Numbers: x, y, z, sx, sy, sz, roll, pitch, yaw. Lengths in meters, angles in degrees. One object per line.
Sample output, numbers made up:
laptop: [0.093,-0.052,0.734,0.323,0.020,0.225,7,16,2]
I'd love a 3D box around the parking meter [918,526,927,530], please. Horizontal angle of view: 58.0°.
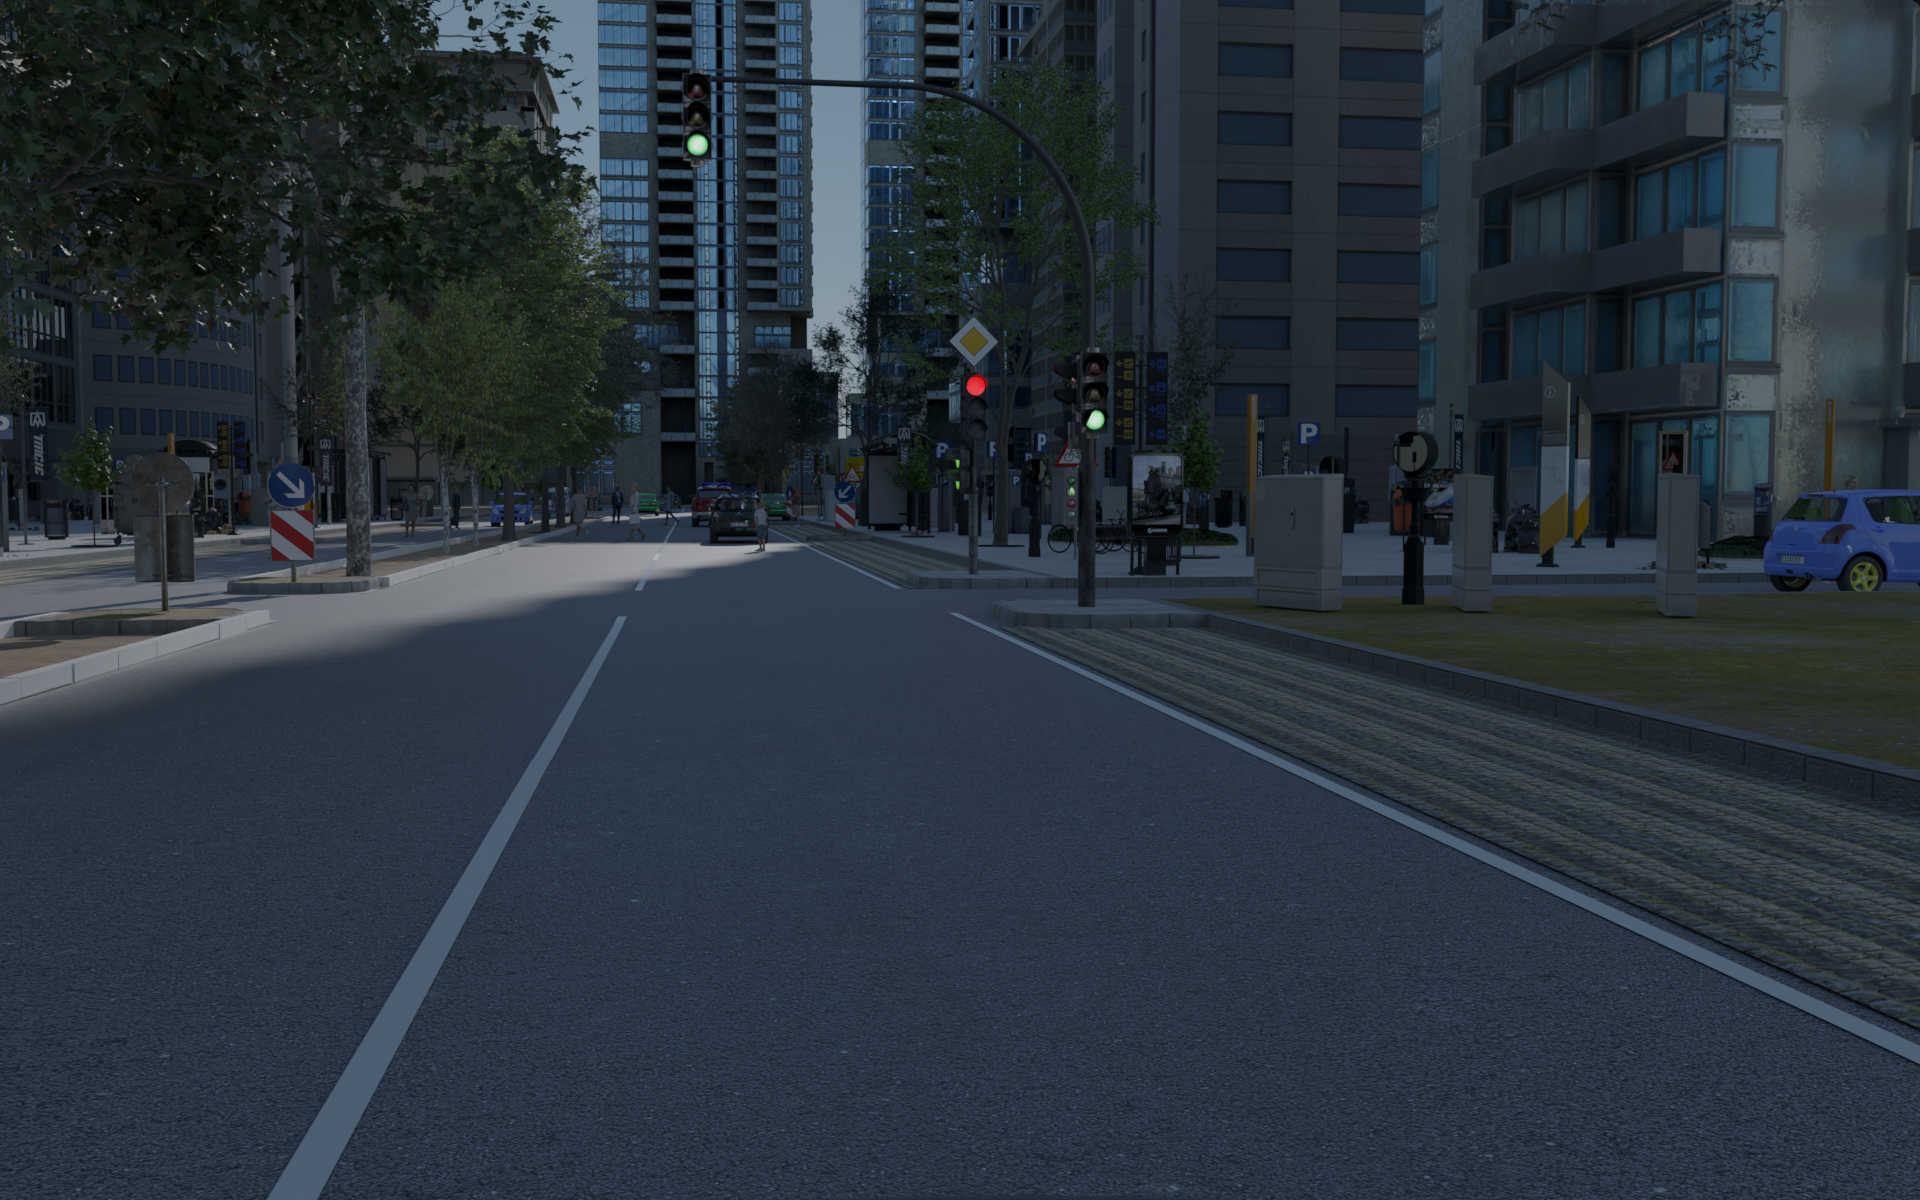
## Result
parking meter: [-1.341,-3.389,61.116,0.255,1.863,0.399,-2,4,-33]

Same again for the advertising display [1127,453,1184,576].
advertising display: [3.067,-1.346,27.221,0.974,1.923,0.123,-2,4,-26]

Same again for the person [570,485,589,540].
person: [-11.920,-2.761,54.385,0.760,1.731,0.466,2,4,26]

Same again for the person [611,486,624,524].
person: [-16.255,-4.486,82.025,0.721,1.800,0.419,-2,4,-35]

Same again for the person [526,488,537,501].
person: [-30.017,-6.856,120.584,0.705,1.826,1.348,2,4,33]

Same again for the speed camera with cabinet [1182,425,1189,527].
speed camera with cabinet: [6.224,-3.439,50.556,0.660,3.252,2.038,0,4,-3]

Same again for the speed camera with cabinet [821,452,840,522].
speed camera with cabinet: [-6.017,-5.278,80.635,0.660,3.252,2.038,-1,4,-12]

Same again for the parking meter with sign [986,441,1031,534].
parking meter with sign: [1.601,-3.662,56.136,0.543,3.016,1.738,-3,4,-37]

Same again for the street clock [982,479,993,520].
street clock: [1.468,-4.891,84.531,0.471,2.002,0.358,1,4,12]

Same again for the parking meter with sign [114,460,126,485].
parking meter with sign: [-42.455,-5.623,88.202,0.543,3.016,1.738,-3,5,-44]

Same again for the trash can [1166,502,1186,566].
trash can: [3.680,-1.194,31.176,0.748,1.137,0.748,0,3,0]

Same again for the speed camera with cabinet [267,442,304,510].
speed camera with cabinet: [-26.068,-4.442,66.963,0.660,3.252,2.038,0,4,2]

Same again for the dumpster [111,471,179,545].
dumpster: [-20.906,-2.368,44.479,1.264,1.857,1.865,-1,4,-9]

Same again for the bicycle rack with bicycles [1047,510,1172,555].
bicycle rack with bicycles: [3.344,-1.479,37.559,2.925,0.926,2.852,0,4,-6]

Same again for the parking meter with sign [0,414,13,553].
parking meter with sign: [-21.474,-2.590,38.600,0.543,3.016,1.738,-2,4,-34]

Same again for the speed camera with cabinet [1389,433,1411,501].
speed camera with cabinet: [14.603,-3.770,55.969,0.660,3.252,2.038,-1,4,-14]

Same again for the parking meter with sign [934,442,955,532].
parking meter with sign: [-0.480,-3.841,59.059,0.543,3.016,1.738,0,4,8]

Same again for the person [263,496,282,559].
person: [-15.105,-1.800,38.103,0.511,1.800,0.466,3,5,41]

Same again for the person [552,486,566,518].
person: [-18.358,-4.318,79.206,0.635,1.810,0.391,-3,4,-38]

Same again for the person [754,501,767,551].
person: [-5.000,-1.848,43.395,0.332,1.250,0.352,0,4,7]

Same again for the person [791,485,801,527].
person: [-7.058,-4.037,74.485,0.573,1.828,0.580,-3,5,-41]

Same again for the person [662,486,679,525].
person: [-13.335,-4.345,79.631,0.778,1.811,0.616,-1,4,-20]

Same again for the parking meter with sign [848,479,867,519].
parking meter with sign: [-5.004,-5.617,88.100,0.543,3.016,1.738,2,4,34]

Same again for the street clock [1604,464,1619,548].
street clock: [15.512,-2.243,41.239,0.358,2.002,0.471,1,4,15]

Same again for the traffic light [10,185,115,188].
traffic light: [-13.872,-3.102,25.383,4.771,5.953,1.251,-1,4,-9]

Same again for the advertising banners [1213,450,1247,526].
advertising banners: [10.595,-4.430,68.617,2.074,3.025,0.090,-1,4,-9]

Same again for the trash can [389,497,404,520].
trash can: [-27.395,-4.440,84.242,0.748,1.137,0.748,0,3,0]

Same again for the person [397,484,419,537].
person: [-18.452,-3.000,57.910,0.716,1.782,0.532,-1,4,-12]

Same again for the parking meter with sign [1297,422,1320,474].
parking meter with sign: [8.696,-2.856,42.952,0.543,3.016,1.738,1,4,15]

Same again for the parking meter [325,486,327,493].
parking meter: [-32.264,-5.067,88.558,0.399,1.863,0.255,-1,4,-21]

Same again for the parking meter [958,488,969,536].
parking meter: [0.118,-2.764,53.605,0.372,1.533,0.369,0,3,0]

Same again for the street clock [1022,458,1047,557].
street clock: [1.516,-1.873,35.198,0.471,2.002,0.358,-2,4,-23]

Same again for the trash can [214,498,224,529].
trash can: [-26.113,-2.988,60.506,0.748,1.137,0.748,0,3,0]

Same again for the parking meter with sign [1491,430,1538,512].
parking meter with sign: [15.358,-3.113,47.151,1.738,3.016,0.543,1,4,17]

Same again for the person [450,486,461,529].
person: [-20.535,-3.759,70.383,0.534,1.772,0.576,-2,4,-27]

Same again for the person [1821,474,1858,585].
person: [13.896,-1.113,27.365,0.598,1.740,0.731,2,4,23]

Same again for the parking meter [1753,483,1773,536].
parking meter: [18.232,-1.891,39.332,0.372,1.533,0.369,0,3,0]

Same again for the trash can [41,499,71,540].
trash can: [-25.471,-2.273,48.811,0.748,1.137,0.748,0,3,0]

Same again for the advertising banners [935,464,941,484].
advertising banners: [-0.754,-6.386,100.605,0.090,3.025,2.074,3,5,44]

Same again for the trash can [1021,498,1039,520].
trash can: [2.614,-3.226,64.396,0.748,1.137,0.748,0,3,0]

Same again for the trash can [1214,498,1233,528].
trash can: [10.006,-3.315,65.859,0.748,1.137,0.748,0,3,0]

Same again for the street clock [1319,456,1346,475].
street clock: [7.118,-1.747,33.132,0.358,2.002,0.471,-3,5,-40]

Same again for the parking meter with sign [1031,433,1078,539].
parking meter with sign: [2.957,-3.220,48.914,1.738,3.016,0.543,3,4,37]

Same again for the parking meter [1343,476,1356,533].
parking meter: [12.739,-3.123,56.770,0.399,1.863,0.255,2,4,35]

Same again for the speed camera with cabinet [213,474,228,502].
speed camera with cabinet: [-35.813,-5.368,82.098,2.038,3.252,0.660,-2,4,-25]

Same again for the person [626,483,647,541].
person: [-9.933,-2.705,53.076,0.624,1.780,0.694,-1,4,-8]

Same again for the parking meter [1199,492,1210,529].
parking meter: [8.699,-3.259,61.701,0.372,1.533,0.369,0,3,0]

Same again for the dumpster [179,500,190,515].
dumpster: [-24.056,-3.055,52.441,1.502,2.255,1.985,-1,4,-9]

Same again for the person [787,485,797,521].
person: [-7.857,-4.492,81.722,0.659,1.850,0.755,-3,4,-37]

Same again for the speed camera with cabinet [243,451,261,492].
speed camera with cabinet: [-32.298,-5.227,79.796,0.660,3.252,2.038,0,4,3]

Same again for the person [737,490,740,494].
person: [-21.931,-10.008,172.231,0.705,1.812,1.348,3,5,42]

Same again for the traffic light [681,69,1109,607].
traffic light: [-0.642,-2.722,19.178,4.771,5.953,1.251,-1,4,-9]

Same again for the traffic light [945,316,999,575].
traffic light: [0.192,-2.361,27.528,0.839,4.253,0.868,-1,4,-9]

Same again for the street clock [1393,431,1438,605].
street clock: [5.274,-0.950,20.101,0.358,2.002,0.471,-3,5,-43]

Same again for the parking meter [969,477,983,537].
parking meter: [0.486,-2.853,52.363,0.399,1.863,0.255,0,4,4]
